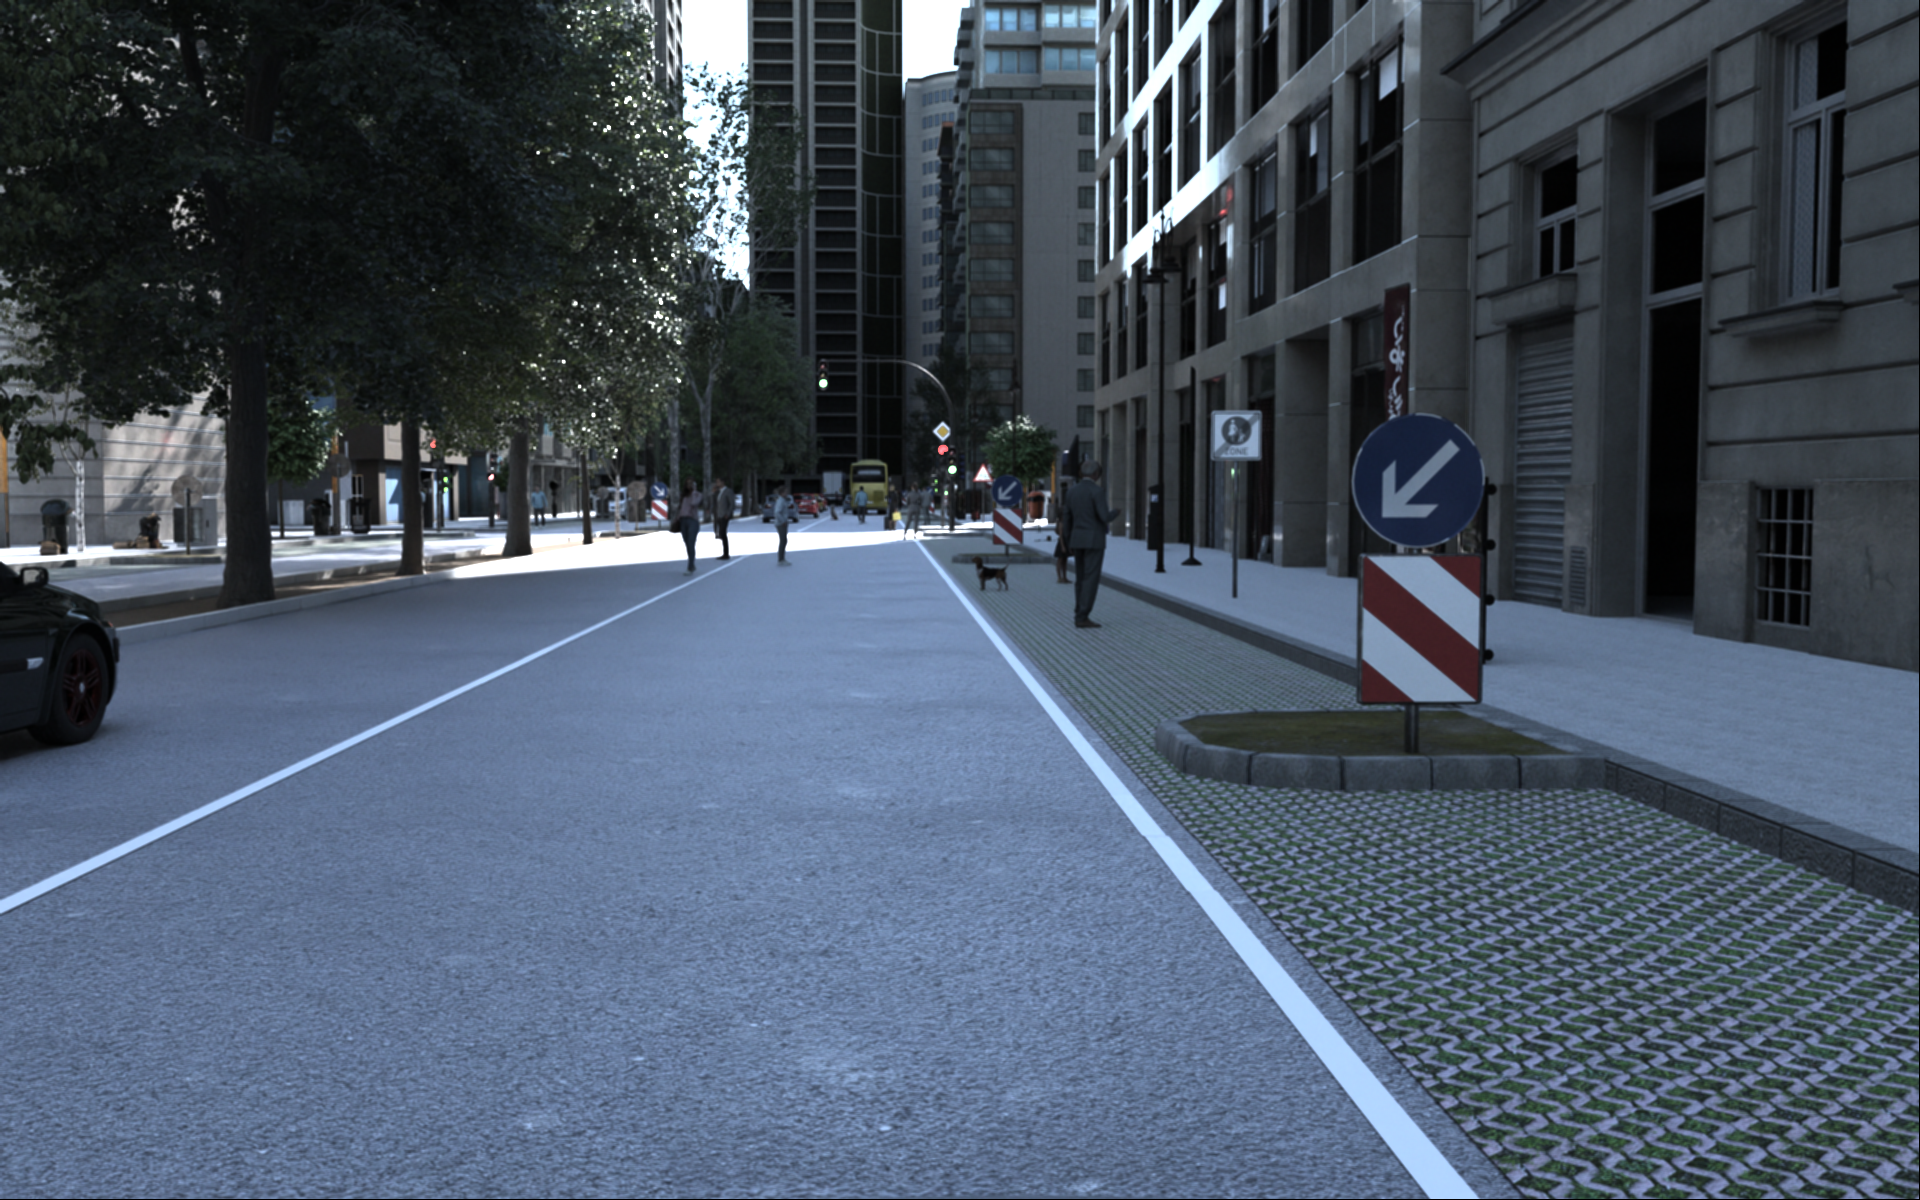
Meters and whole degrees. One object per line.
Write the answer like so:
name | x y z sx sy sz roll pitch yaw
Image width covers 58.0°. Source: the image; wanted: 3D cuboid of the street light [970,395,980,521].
street light | 0.688 -6.623 81.074 0.468 5.910 1.993 0 4 -3

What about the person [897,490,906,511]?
person | -5.287 -8.558 148.553 1.348 1.807 0.705 1 4 15

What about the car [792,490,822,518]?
car | -9.417 -5.824 104.259 2.155 1.783 4.494 0 4 -3

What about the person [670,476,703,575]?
person | -4.799 -1.327 30.794 0.593 1.750 0.643 2 4 28

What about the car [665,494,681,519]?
car | -15.688 -5.311 96.625 2.009 1.686 4.222 0 4 -5

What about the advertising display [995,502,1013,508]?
advertising display | 2.237 -5.043 87.674 0.974 1.923 0.123 0 4 3

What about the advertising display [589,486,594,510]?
advertising display | -28.971 -8.017 136.283 0.123 1.923 0.974 3 5 43

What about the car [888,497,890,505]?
car | -7.947 -12.584 215.334 1.945 1.707 3.694 0 4 -3

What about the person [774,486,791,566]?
person | -3.567 -1.499 34.813 0.330 1.601 0.589 1 4 9

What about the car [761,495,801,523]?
car | -9.033 -4.610 87.368 2.014 1.417 4.499 0 4 -4

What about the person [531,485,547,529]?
person | -17.422 -3.868 71.757 0.660 1.820 0.620 0 4 -7

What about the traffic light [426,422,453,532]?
traffic light | -17.494 -4.231 58.096 0.839 4.253 0.868 0 4 -3

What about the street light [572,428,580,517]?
street light | -21.295 -7.565 96.481 0.468 5.910 1.993 0 4 -3

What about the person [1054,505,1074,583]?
person | 1.704 -0.890 27.718 0.373 1.253 0.362 3 5 39

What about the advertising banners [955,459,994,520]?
advertising banners | 0.765 -5.538 86.740 2.074 3.025 0.090 1 4 16

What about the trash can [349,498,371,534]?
trash can | -19.314 -2.700 55.806 0.748 1.137 0.748 0 3 0

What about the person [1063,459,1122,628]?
person | 1.432 -0.607 18.607 0.590 1.801 0.661 -3 5 -42

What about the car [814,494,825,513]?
car | -11.560 -7.606 134.585 2.015 1.641 3.980 0 4 -1

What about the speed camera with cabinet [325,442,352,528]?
speed camera with cabinet | -23.605 -4.365 65.707 0.660 3.252 2.038 -2 4 -32

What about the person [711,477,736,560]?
person | -5.208 -1.796 38.038 0.473 1.802 0.592 -1 4 -23

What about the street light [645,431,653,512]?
street light | -22.783 -9.442 127.165 0.468 5.910 1.993 0 4 -3

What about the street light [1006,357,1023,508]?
street light | 1.837 -5.252 58.659 0.468 5.910 1.993 0 4 -3

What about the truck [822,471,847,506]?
truck | -15.431 -13.718 213.202 2.839 4.237 11.283 0 4 -2

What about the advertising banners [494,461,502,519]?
advertising banners | -24.244 -5.795 90.932 0.090 3.025 2.074 0 4 -1

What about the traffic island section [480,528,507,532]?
traffic island section | -17.912 -2.687 66.205 2.009 0.180 2.903 0 4 -3

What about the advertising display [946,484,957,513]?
advertising display | -0.546 -6.718 115.060 0.974 1.923 0.123 -3 5 -39

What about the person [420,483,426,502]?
person | -17.517 -2.870 55.697 0.793 1.790 0.793 3 5 40

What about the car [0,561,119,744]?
car | -5.867 0.066 8.709 2.009 1.686 4.222 0 4 -1

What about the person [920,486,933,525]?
person | -1.575 -4.378 80.183 0.635 1.810 0.391 -3 5 -39

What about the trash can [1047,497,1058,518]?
trash can | 4.477 -4.308 82.094 0.748 1.137 0.748 0 3 0

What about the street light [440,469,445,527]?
street light | -19.955 -5.738 66.600 0.468 5.910 1.993 0 4 -3

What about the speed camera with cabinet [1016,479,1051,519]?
speed camera with cabinet | 3.973 -5.854 90.055 0.660 3.252 2.038 -3 4 -39

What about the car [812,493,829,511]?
car | -12.337 -8.526 148.441 2.155 1.783 4.494 0 4 -1

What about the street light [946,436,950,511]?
street light | -0.716 -8.468 111.239 0.468 5.910 1.993 0 4 -3

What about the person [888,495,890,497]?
person | -7.683 -10.404 178.693 1.348 1.812 0.705 -2 4 -29

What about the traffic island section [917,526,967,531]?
traffic island section | -0.640 -2.736 67.015 2.009 0.180 2.903 0 4 -3

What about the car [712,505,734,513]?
car | -17.762 -7.116 128.353 2.014 1.417 4.499 0 4 -2

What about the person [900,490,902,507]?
person | -6.250 -10.636 182.489 1.350 1.814 0.705 -1 4 -14

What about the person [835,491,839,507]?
person | -13.846 -11.397 195.531 0.721 1.739 1.217 1 4 9

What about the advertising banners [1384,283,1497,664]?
advertising banners | 3.796 -1.083 13.893 0.090 3.025 2.074 -1 4 -9

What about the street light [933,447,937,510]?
street light | -2.085 -10.304 141.257 0.468 5.910 1.993 0 4 -3

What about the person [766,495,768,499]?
person | -18.209 -9.299 163.770 0.697 1.427 0.421 1 4 8

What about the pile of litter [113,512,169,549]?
pile of litter | -19.242 -1.632 40.645 1.176 0.858 1.719 -2 4 -34

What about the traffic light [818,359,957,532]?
traffic light | -2.388 -5.139 58.683 4.771 5.953 1.251 0 4 -3

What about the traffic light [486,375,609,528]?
traffic light | -15.787 -5.599 66.206 4.771 5.953 1.251 0 4 -3

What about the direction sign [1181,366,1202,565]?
direction sign | 4.189 -2.399 31.219 0.379 3.537 0.876 1 4 11

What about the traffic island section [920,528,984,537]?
traffic island section | -0.262 -2.248 59.039 2.009 0.180 2.903 0 4 -3

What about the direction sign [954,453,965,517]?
direction sign | -0.126 -6.346 95.760 0.876 3.537 0.379 2 4 26

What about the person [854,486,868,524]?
person | -4.743 -4.570 83.231 0.660 1.820 0.620 -2 4 -25

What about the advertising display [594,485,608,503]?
advertising display | -26.552 -7.543 128.544 0.974 1.923 0.123 2 4 24

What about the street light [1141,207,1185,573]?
street light | 3.283 -3.390 28.220 0.468 5.910 1.993 0 4 -3

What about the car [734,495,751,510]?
car | -19.348 -8.610 153.140 2.083 1.381 4.827 0 4 -2

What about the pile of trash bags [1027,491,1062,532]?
pile of trash bags | 3.859 -3.001 58.818 3.447 1.369 1.912 -2 4 -24

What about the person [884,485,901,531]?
person | -2.619 -3.592 67.440 0.699 1.804 1.509 0 4 -1

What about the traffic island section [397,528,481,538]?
traffic island section | -17.535 -2.199 58.229 2.009 0.180 2.903 0 4 -3

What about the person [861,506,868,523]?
person | -4.802 -4.507 86.864 0.373 1.253 0.362 0 4 -4

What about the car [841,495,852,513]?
car | -8.042 -7.336 131.953 2.014 1.417 4.499 0 4 -4

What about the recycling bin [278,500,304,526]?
recycling bin | -26.810 -3.478 69.412 0.722 1.027 0.722 2 4 25

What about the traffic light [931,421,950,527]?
traffic light | -0.681 -4.769 66.899 0.839 4.253 0.868 0 4 -3

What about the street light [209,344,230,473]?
street light | -18.999 -4.410 44.894 0.468 5.910 1.993 0 4 -3
